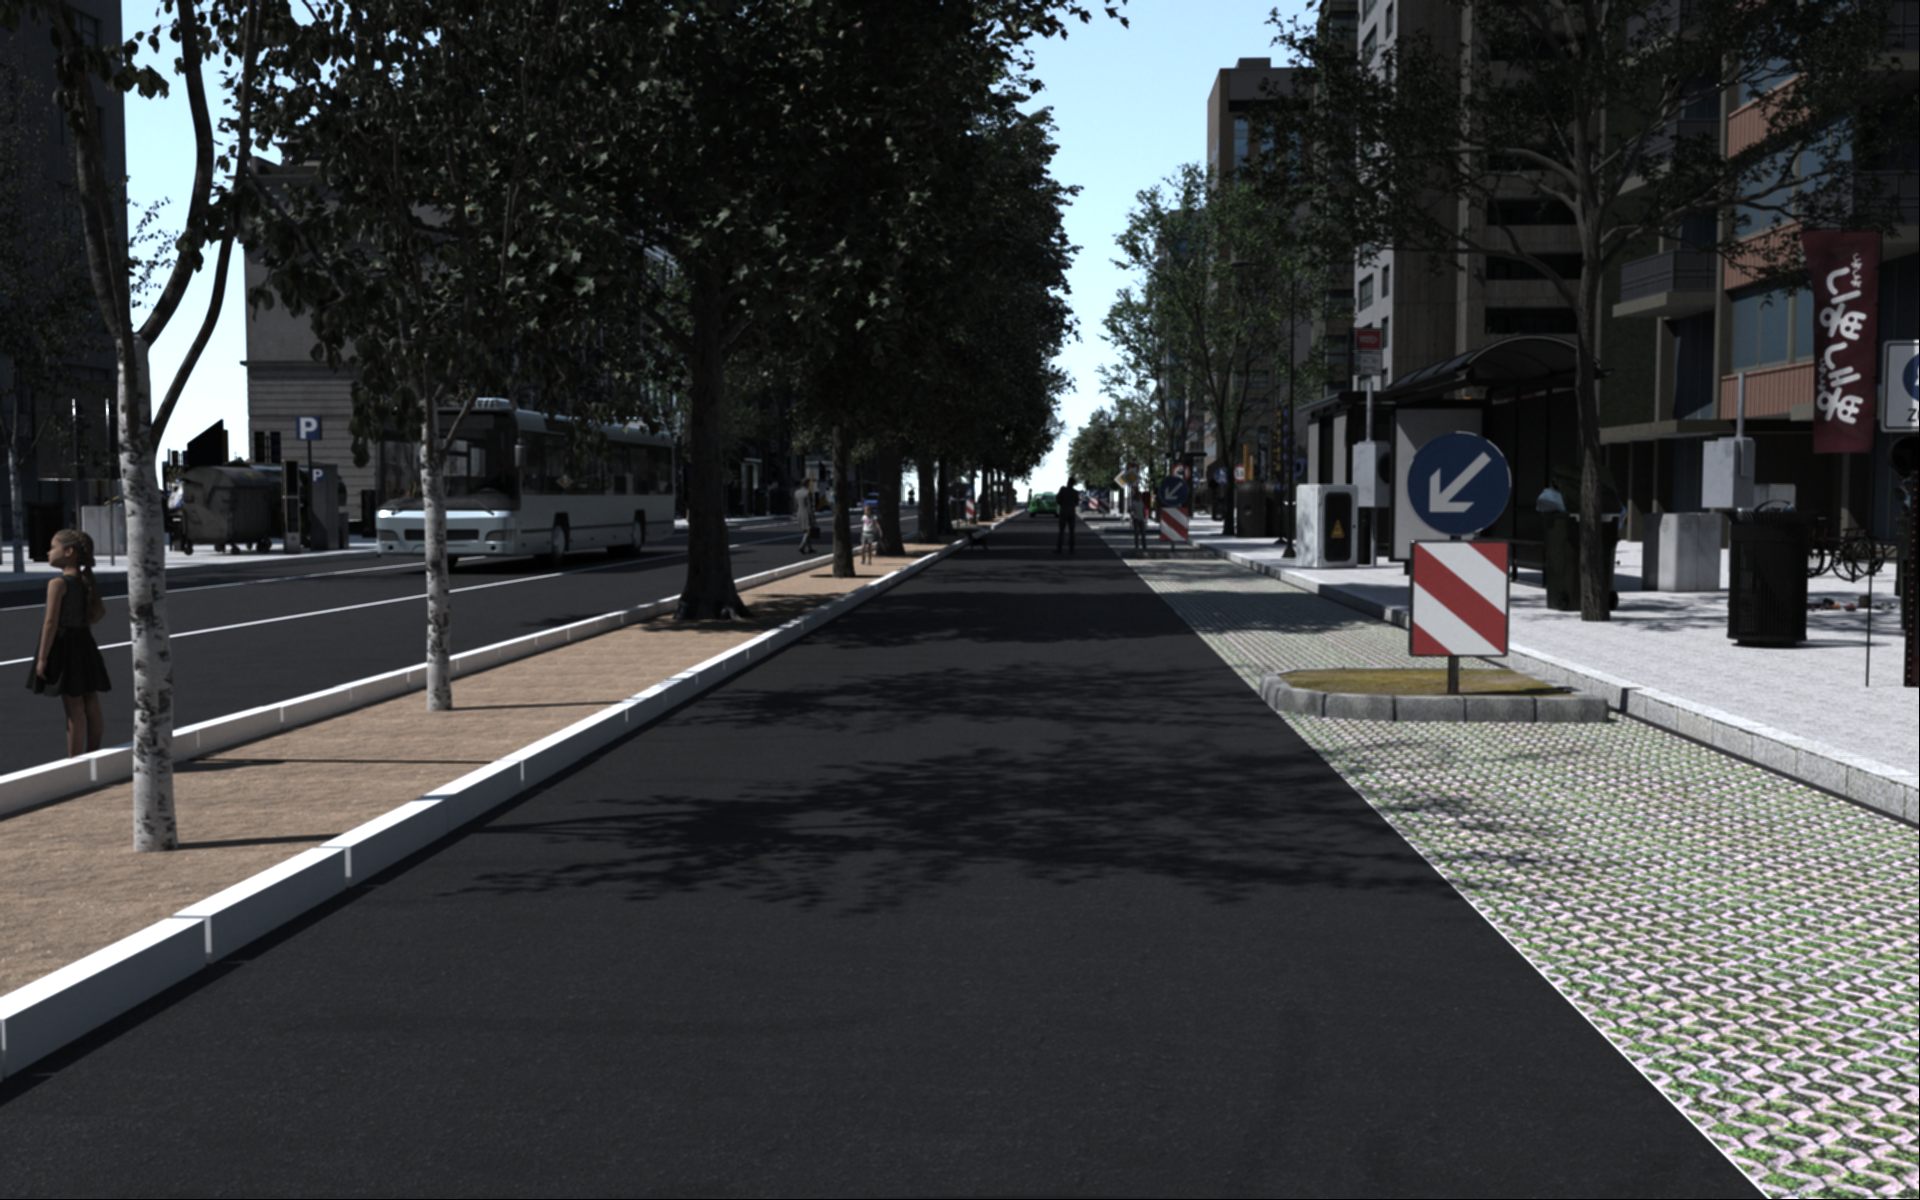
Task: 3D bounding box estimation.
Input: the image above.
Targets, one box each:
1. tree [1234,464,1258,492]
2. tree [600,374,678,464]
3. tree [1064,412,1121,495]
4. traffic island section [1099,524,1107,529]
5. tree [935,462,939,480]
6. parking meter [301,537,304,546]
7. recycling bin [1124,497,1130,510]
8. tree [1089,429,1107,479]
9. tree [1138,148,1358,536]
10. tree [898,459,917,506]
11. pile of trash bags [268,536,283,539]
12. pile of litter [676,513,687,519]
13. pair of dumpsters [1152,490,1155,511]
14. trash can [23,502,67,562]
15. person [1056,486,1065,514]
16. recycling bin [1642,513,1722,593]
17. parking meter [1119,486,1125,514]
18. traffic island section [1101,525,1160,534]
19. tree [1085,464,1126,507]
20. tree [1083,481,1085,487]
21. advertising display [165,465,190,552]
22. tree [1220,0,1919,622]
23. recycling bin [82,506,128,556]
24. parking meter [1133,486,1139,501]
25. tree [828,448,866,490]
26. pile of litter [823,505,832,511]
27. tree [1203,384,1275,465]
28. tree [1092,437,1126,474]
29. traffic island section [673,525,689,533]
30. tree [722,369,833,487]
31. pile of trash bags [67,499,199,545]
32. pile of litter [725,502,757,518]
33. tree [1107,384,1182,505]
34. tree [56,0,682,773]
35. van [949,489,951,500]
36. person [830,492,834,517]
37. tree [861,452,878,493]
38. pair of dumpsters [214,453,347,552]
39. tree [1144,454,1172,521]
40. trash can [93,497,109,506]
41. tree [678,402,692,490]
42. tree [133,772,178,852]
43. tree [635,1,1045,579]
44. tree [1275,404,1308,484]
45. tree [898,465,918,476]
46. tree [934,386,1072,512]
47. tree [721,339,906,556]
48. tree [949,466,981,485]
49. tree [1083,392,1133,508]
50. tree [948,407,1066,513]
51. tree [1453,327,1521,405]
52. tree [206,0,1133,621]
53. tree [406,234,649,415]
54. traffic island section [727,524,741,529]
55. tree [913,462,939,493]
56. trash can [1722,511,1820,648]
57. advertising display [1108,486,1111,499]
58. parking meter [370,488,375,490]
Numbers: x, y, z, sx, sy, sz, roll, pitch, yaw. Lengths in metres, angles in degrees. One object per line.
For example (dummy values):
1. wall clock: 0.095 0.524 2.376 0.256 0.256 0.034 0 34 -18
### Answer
1. tree: 16.110 -6.366 98.677 1.663 3.219 1.824 0 3 0
2. tree: -18.482 -8.953 96.744 4.737 8.622 4.395 0 3 0
3. tree: 19.062 -19.589 238.411 7.486 12.596 7.792 0 3 0
4. traffic island section: 6.770 -3.028 71.793 2.009 0.180 2.903 0 4 3
5. tree: -3.907 -17.454 235.732 4.360 8.622 3.978 0 3 0
6. parking meter: -16.531 -2.127 43.180 0.372 1.533 0.369 0 3 0
7. recycling bin: 13.067 -7.624 137.205 0.722 1.027 0.722 1 4 21
8. tree: 13.515 -11.279 134.766 4.737 8.622 4.395 0 3 0
9. tree: 8.304 -7.809 53.441 9.928 11.665 9.643 0 3 0
10. tree: -6.136 -14.491 187.284 4.360 8.622 3.978 0 3 0
11. pile of trash bags: -20.386 -2.497 50.572 1.912 1.369 3.447 -2 4 -33
12. pile of litter: -14.036 -4.676 90.420 1.719 0.858 1.176 0 4 -4
13. pair of dumpsters: 14.920 -7.735 128.963 1.574 2.255 4.437 0 4 3
14. trash can: -17.283 -1.290 32.750 0.748 1.137 0.748 0 3 0
15. person: 4.439 -4.023 74.524 0.600 1.795 0.529 1 4 9
16. recycling bin: 9.524 -0.631 22.872 0.722 1.027 0.722 -1 4 -12
17. parking meter: 10.653 -6.624 114.010 0.255 1.863 0.399 2 4 32
18. traffic island section: 6.325 -2.541 63.820 2.009 0.180 2.903 0 4 3
19. tree: 15.861 -11.906 178.383 4.285 4.588 4.351 0 3 0
20. tree: 20.408 -16.941 260.697 4.285 4.588 4.351 0 3 0
21. advertising display: -17.458 -2.047 38.682 0.974 1.923 0.123 3 5 42
22. tree: 6.101 -5.070 17.303 7.601 10.594 8.767 1 4 13
23. recycling bin: -17.891 -1.450 36.266 0.722 1.027 0.722 -1 4 -10
24. parking meter: 12.239 -7.027 120.610 0.399 1.863 0.255 -2 4 -32
25. tree: -9.342 -11.677 141.284 4.360 8.622 3.978 0 3 0
26. pile of litter: -10.629 -7.312 133.521 1.719 0.858 1.176 0 4 0
27. tree: 18.436 -10.173 116.685 4.360 8.622 3.978 0 3 0
28. tree: 17.589 -15.663 206.453 4.360 8.622 3.978 0 3 0
29. traffic island section: -10.789 -2.599 64.776 2.009 0.180 2.903 0 4 3
30. tree: -11.329 -10.799 110.975 7.601 10.594 8.767 2 4 34
31. pile of trash bags: -20.441 -2.031 42.959 3.447 1.369 1.912 0 4 -8
32. pile of litter: -11.906 -4.893 93.957 1.719 0.858 1.176 1 4 16
33. tree: 11.850 -9.727 109.399 4.737 8.622 4.395 0 3 0
34. tree: -3.430 -3.554 10.925 4.360 8.622 3.978 0 3 0
35. van: -0.616 -11.497 192.358 2.240 2.365 5.245 0 4 4
36. person: -7.837 -6.141 108.769 0.638 1.841 0.748 0 4 2
37. tree: -8.166 -13.071 164.071 4.737 8.622 4.395 0 3 0
38. pair of dumpsters: -15.796 -2.297 40.048 1.574 2.255 4.437 0 4 3
39. tree: 9.660 -5.480 84.197 1.663 3.219 1.824 0 3 0
40. trash can: -40.215 -4.254 81.204 0.748 1.137 0.748 0 3 0
41. tree: -19.009 -10.058 114.818 4.737 8.622 4.395 0 3 0
42. tree: -3.227 -3.280 6.455 4.360 8.622 3.978 0 3 0
43. tree: -2.094 -6.188 29.391 9.928 11.665 9.643 0 3 0
44. tree: 26.721 -11.739 142.288 4.360 8.622 3.978 0 3 0
45. tree: -4.855 -18.919 219.695 12.009 13.543 11.850 0 3 0
46. tree: 3.944 -13.970 141.239 12.009 13.543 11.850 0 3 0
47. tree: -1.614 -7.984 39.657 9.857 13.997 8.962 0 3 0
48. tree: 0.073 -23.464 301.762 7.486 12.596 7.792 0 3 0
49. tree: 14.714 -13.572 156.312 7.601 10.594 8.767 -1 4 -21
50. tree: 3.793 -11.882 131.137 8.767 10.594 7.601 0 4 3
51. tree: 23.914 -7.753 77.131 4.360 8.622 3.978 0 3 0
52. tree: -2.904 -6.121 19.537 9.611 12.733 9.660 0 3 0
53. tree: -13.974 -7.413 55.618 8.767 10.594 7.601 0 4 -1
54. traffic island section: -10.344 -3.087 72.748 2.009 0.180 2.903 0 4 3
55. tree: -3.196 -19.112 246.891 8.767 10.594 7.601 -3 5 -41
56. trash can: 6.811 -0.180 14.596 0.748 1.137 0.748 0 3 0
57. advertising display: 12.296 -8.413 142.761 0.123 1.923 0.974 0 4 -1
58. parking meter: -24.775 -3.968 73.293 0.372 1.533 0.369 0 3 0
